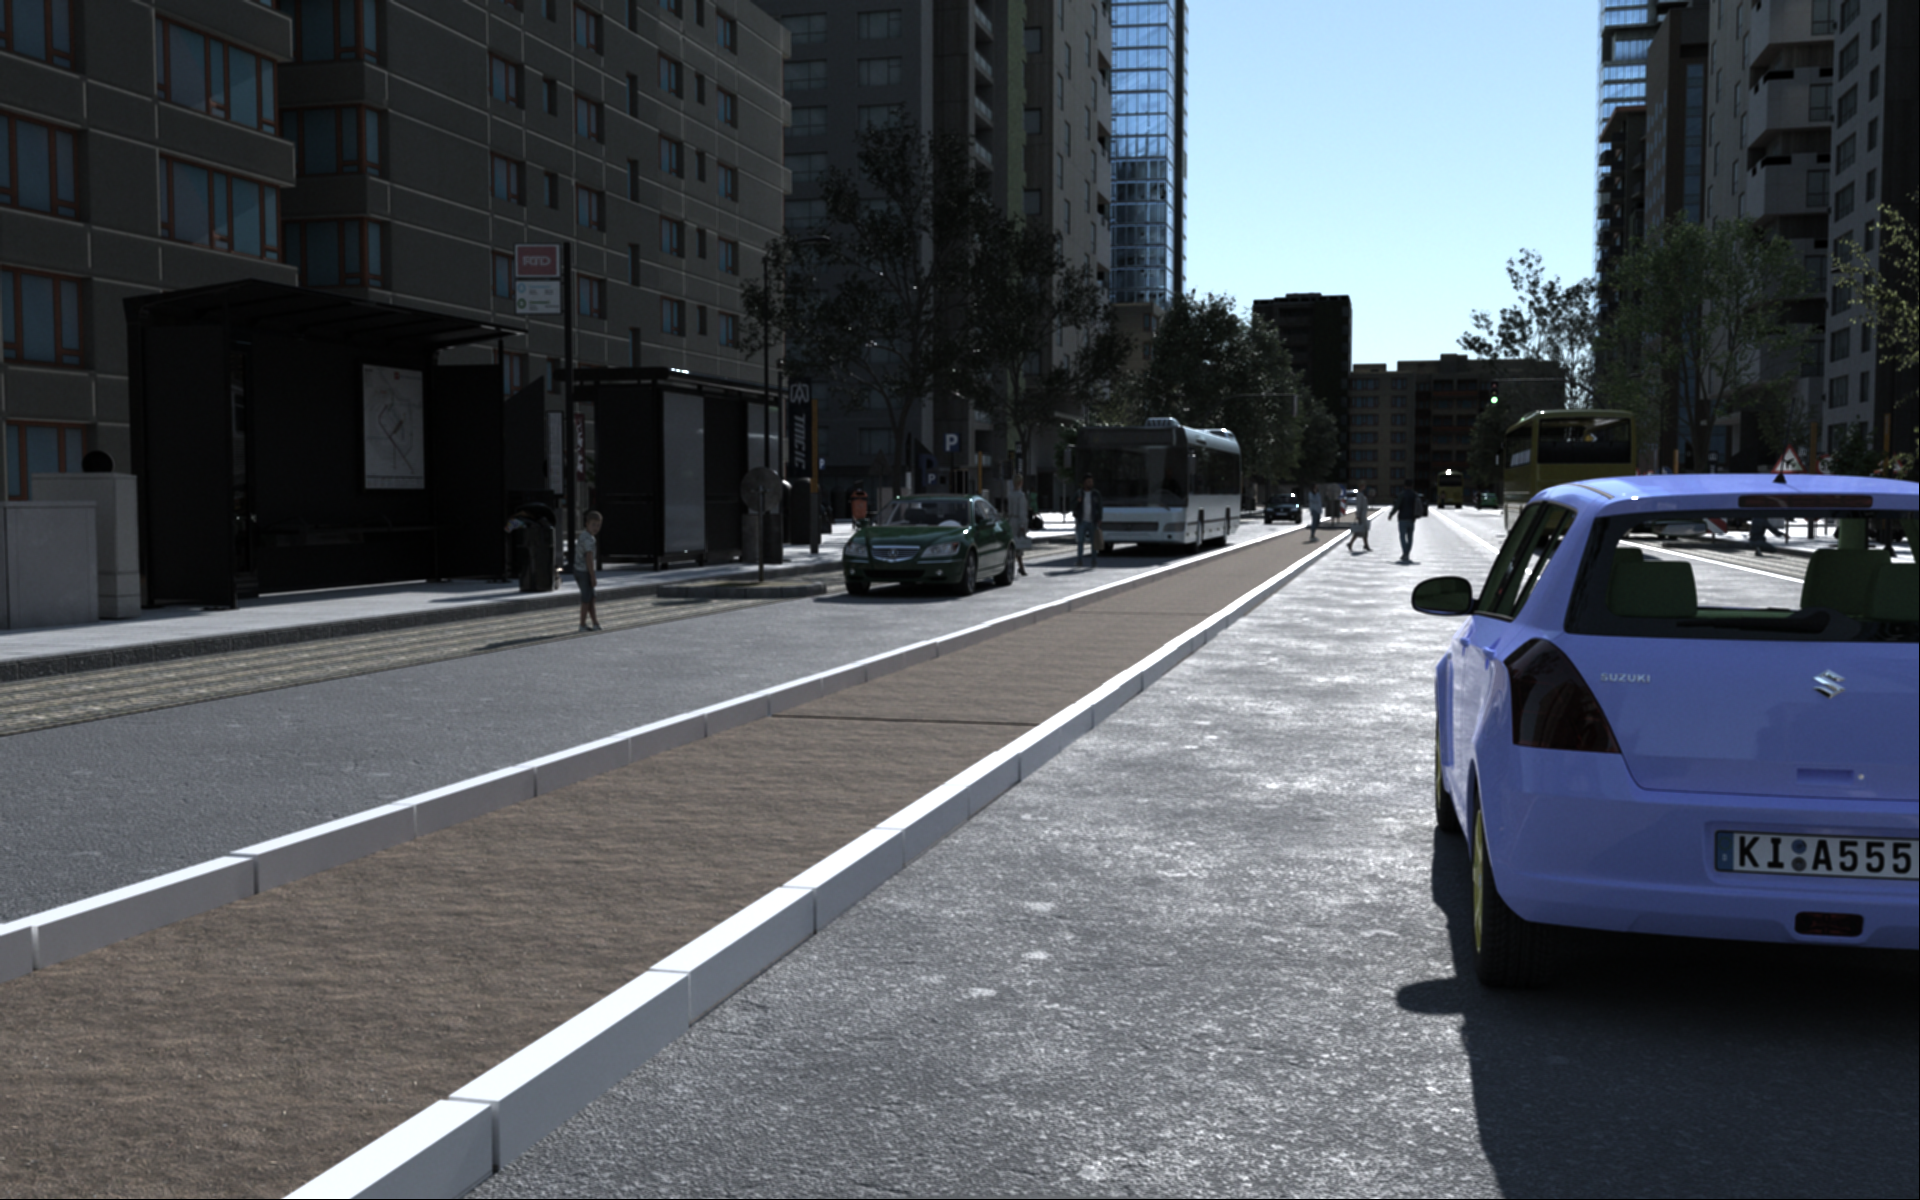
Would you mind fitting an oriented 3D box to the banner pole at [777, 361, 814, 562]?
[{"bbox_3d":[-3.160,-2.606,32.618,0.863,3.779,0.401,1,4,14],"label":"banner pole"}]

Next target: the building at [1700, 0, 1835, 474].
[{"bbox_3d":[67.413,-32.347,118.112,28.713,52.752,27.495,1,4,14],"label":"building"}]

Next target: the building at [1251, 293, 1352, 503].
[{"bbox_3d":[49.729,-29.391,252.247,14.107,30.474,14.160,1,4,14],"label":"building"}]

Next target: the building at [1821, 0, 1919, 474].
[{"bbox_3d":[52.972,-19.316,87.511,14.107,30.474,14.160,1,4,14],"label":"building"}]

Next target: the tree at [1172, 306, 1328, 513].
[{"bbox_3d":[19.144,-13.015,119.442,9.857,13.997,8.962,0,3,0],"label":"tree"}]

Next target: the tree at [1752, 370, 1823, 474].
[{"bbox_3d":[48.661,-9.280,102.086,4.737,8.622,4.395,0,3,0],"label":"tree"}]

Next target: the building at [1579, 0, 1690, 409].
[{"bbox_3d":[101.132,-56.817,241.625,31.000,86.520,22.319,1,4,14],"label":"building"}]

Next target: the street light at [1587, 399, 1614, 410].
[{"bbox_3d":[31.228,-6.844,84.441,1.470,5.913,1.316,1,4,14],"label":"street light"}]

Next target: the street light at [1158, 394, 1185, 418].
[{"bbox_3d":[9.782,-6.620,80.770,1.470,5.913,1.316,1,4,14],"label":"street light"}]

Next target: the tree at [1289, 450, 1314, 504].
[{"bbox_3d":[43.990,-16.544,220.853,4.360,8.622,3.978,0,3,0],"label":"tree"}]

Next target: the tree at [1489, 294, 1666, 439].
[{"bbox_3d":[38.056,-12.046,107.319,12.009,13.543,11.850,0,3,0],"label":"tree"}]

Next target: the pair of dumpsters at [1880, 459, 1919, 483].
[{"bbox_3d":[25.143,-2.749,47.432,1.574,2.255,4.437,1,4,14],"label":"pair of dumpsters"}]

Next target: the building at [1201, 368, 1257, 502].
[{"bbox_3d":[30.235,-25.680,264.908,28.899,21.520,27.650,1,4,14],"label":"building"}]

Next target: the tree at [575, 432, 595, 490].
[{"bbox_3d":[-9.465,-3.165,46.346,1.663,3.219,1.824,0,3,0],"label":"tree"}]

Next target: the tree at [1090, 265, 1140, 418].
[{"bbox_3d":[2.383,-7.525,57.443,8.767,10.594,7.601,3,5,39],"label":"tree"}]

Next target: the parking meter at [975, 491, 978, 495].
[{"bbox_3d":[1.018,-5.227,93.870,0.372,1.533,0.369,0,3,0],"label":"parking meter"}]

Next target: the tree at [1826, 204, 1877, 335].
[{"bbox_3d":[17.953,-4.903,30.523,4.360,8.622,3.978,0,3,0],"label":"tree"}]

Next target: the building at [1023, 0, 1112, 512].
[{"bbox_3d":[-3.458,-33.234,132.616,28.713,52.752,27.495,1,4,14],"label":"building"}]

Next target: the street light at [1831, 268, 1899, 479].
[{"bbox_3d":[18.533,-3.852,35.517,1.470,5.913,1.316,1,4,14],"label":"street light"}]

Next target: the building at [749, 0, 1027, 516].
[{"bbox_3d":[-4.422,-25.592,102.022,14.154,41.232,14.086,1,4,14],"label":"building"}]

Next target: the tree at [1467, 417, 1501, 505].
[{"bbox_3d":[64.362,-16.639,206.455,8.767,10.594,7.601,2,4,30],"label":"tree"}]

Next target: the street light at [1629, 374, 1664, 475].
[{"bbox_3d":[26.616,-5.786,67.135,1.470,5.913,1.316,1,4,14],"label":"street light"}]

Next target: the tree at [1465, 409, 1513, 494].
[{"bbox_3d":[67.502,-18.292,217.206,7.486,12.596,7.792,0,3,0],"label":"tree"}]

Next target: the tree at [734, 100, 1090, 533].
[{"bbox_3d":[-1.679,-6.586,42.087,8.767,10.594,7.601,1,4,10],"label":"tree"}]

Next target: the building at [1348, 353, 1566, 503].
[{"bbox_3d":[72.468,-25.049,254.591,28.899,21.520,27.650,1,4,14],"label":"building"}]

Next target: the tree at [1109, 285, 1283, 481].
[{"bbox_3d":[13.022,-10.903,95.265,9.611,12.733,9.660,0,3,0],"label":"tree"}]

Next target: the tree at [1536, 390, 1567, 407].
[{"bbox_3d":[41.394,-10.424,120.791,4.737,8.622,4.395,0,3,0],"label":"tree"}]

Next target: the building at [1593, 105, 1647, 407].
[{"bbox_3d":[82.365,-32.807,191.023,22.147,44.769,28.867,1,4,14],"label":"building"}]

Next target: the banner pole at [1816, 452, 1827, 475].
[{"bbox_3d":[45.232,-6.204,91.449,0.863,3.779,0.401,2,4,29],"label":"banner pole"}]

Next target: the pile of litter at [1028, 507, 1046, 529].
[{"bbox_3d":[2.357,-3.038,63.629,1.719,0.858,1.176,0,4,-8],"label":"pile of litter"}]

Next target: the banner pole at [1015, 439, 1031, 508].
[{"bbox_3d":[2.695,-5.049,72.574,0.863,3.779,0.401,1,4,19],"label":"banner pole"}]

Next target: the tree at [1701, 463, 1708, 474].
[{"bbox_3d":[38.907,-5.855,90.325,1.663,3.219,1.824,0,3,0],"label":"tree"}]

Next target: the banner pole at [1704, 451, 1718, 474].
[{"bbox_3d":[38.248,-6.020,88.448,0.863,3.779,0.401,1,4,15],"label":"banner pole"}]

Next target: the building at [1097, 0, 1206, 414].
[{"bbox_3d":[15.237,-54.913,210.490,31.000,86.520,22.319,1,4,14],"label":"building"}]

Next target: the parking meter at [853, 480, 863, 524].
[{"bbox_3d":[-4.364,-4.191,74.233,0.399,1.863,0.255,-1,4,-21],"label":"parking meter"}]

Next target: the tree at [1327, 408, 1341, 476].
[{"bbox_3d":[39.014,-17.750,196.863,9.857,13.997,8.962,0,3,0],"label":"tree"}]

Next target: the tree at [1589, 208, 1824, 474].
[{"bbox_3d":[26.618,-8.334,62.014,9.928,11.665,9.643,0,3,0],"label":"tree"}]

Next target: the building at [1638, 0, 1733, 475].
[{"bbox_3d":[69.990,-30.973,156.519,14.600,45.320,14.200,1,4,14],"label":"building"}]

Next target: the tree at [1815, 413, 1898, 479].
[{"bbox_3d":[21.445,-2.869,41.509,1.663,3.219,1.824,0,3,0],"label":"tree"}]

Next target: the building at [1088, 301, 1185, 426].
[{"bbox_3d":[7.573,-20.084,173.418,27.650,21.520,28.899,1,4,14],"label":"building"}]

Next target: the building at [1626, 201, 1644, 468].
[{"bbox_3d":[73.036,-24.430,171.129,14.160,30.474,14.107,1,4,14],"label":"building"}]

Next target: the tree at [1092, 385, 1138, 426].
[{"bbox_3d":[9.727,-9.716,109.221,4.360,8.622,3.978,0,3,0],"label":"tree"}]

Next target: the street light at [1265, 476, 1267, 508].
[{"bbox_3d":[26.083,-10.504,144.281,1.470,5.913,1.316,1,4,14],"label":"street light"}]

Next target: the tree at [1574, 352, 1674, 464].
[{"bbox_3d":[34.693,-8.531,89.841,4.737,8.622,4.395,0,3,0],"label":"tree"}]

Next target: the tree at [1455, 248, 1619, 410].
[{"bbox_3d":[44.422,-17.133,136.014,12.611,20.169,13.585,0,3,0],"label":"tree"}]

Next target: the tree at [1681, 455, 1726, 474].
[{"bbox_3d":[59.217,-9.425,137.806,4.285,4.588,4.351,0,3,0],"label":"tree"}]

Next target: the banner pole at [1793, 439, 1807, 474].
[{"bbox_3d":[37.956,-5.406,78.406,0.401,3.779,0.863,-2,4,-28],"label":"banner pole"}]

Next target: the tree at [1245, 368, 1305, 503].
[{"bbox_3d":[26.591,-14.214,150.533,7.486,12.596,7.792,0,3,0],"label":"tree"}]

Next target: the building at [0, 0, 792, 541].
[{"bbox_3d":[-23.757,-12.862,55.333,28.899,21.520,27.650,1,4,14],"label":"building"}]

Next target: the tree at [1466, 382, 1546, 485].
[{"bbox_3d":[60.406,-17.354,190.386,9.857,13.997,8.962,0,3,0],"label":"tree"}]

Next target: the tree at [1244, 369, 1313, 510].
[{"bbox_3d":[23.743,-13.068,139.425,9.928,11.665,9.643,0,3,0],"label":"tree"}]

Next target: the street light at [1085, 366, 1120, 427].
[{"bbox_3d":[5.132,-5.538,63.093,1.470,5.913,1.316,1,4,14],"label":"street light"}]

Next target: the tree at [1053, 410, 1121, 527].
[{"bbox_3d":[5.019,-5.076,66.703,4.285,4.588,4.351,0,3,0],"label":"tree"}]
